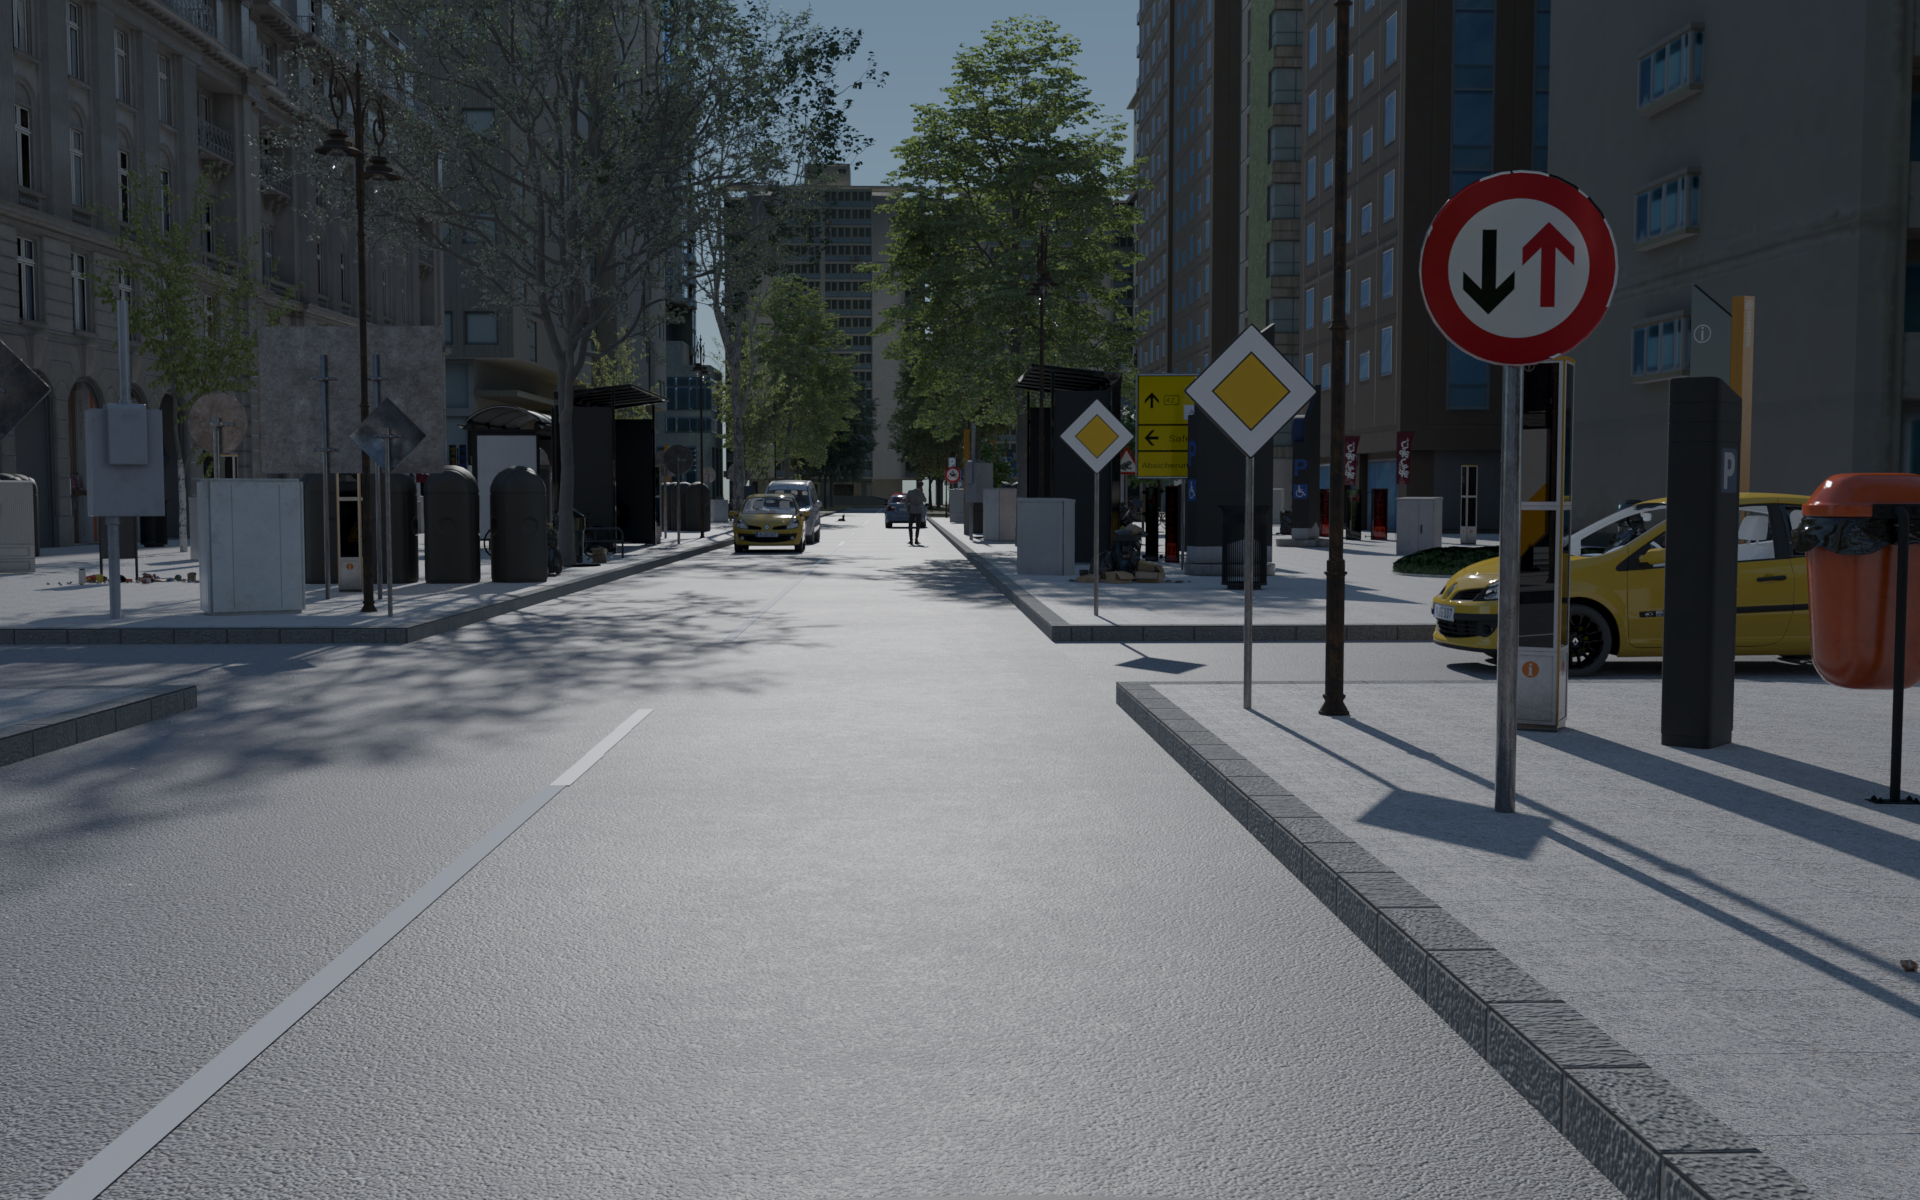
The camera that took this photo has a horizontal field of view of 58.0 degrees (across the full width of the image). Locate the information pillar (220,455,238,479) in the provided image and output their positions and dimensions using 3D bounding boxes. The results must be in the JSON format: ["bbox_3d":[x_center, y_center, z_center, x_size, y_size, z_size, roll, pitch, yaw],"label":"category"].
[{"bbox_3d":[-13.645,-1.702,32.317,0.304,2.012,0.304,-1,4,-12],"label":"information pillar"}]

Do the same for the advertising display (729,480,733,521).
[{"bbox_3d":[-10.857,-4.699,82.047,0.123,1.923,0.974,-1,4,-9],"label":"advertising display"}]

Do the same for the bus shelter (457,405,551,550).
[{"bbox_3d":[-10.512,-2.954,42.217,2.014,3.302,5.546,0,4,-2],"label":"bus shelter"}]

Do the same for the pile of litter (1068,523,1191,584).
[{"bbox_3d":[2.477,-0.687,25.196,1.719,0.858,1.176,1,4,21],"label":"pile of litter"}]

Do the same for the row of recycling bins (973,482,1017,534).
[{"bbox_3d":[1.694,-3.078,57.441,1.069,1.692,3.534,3,5,41],"label":"row of recycling bins"}]

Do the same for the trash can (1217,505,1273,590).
[{"bbox_3d":[3.831,-0.713,23.315,0.748,1.137,0.748,0,3,0],"label":"trash can"}]

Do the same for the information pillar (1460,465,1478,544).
[{"bbox_3d":[12.978,-2.426,44.162,0.304,2.012,0.304,-1,4,-13],"label":"information pillar"}]

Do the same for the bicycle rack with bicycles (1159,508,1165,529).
[{"bbox_3d":[8.184,-3.080,63.733,2.925,0.926,2.852,2,4,23],"label":"bicycle rack with bicycles"}]

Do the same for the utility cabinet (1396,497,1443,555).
[{"bbox_3d":[9.615,-1.537,36.297,0.306,1.237,1.020,-2,4,-33],"label":"utility cabinet"}]

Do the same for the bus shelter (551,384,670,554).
[{"bbox_3d":[-7.971,-2.981,40.016,1.731,3.624,6.357,0,4,-2],"label":"bus shelter"}]

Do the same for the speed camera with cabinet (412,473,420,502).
[{"bbox_3d":[-17.311,-3.527,52.004,2.038,3.252,0.660,0,4,-8],"label":"speed camera with cabinet"}]

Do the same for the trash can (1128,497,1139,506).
[{"bbox_3d":[9.305,-4.994,93.306,0.748,1.137,0.748,0,3,0],"label":"trash can"}]

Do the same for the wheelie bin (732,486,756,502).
[{"bbox_3d":[-8.396,-3.621,67.118,0.693,1.594,0.980,-3,5,-41],"label":"wheelie bin"}]

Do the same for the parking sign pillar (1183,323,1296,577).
[{"bbox_3d":[4.288,-2.385,27.460,1.447,3.967,1.447,-1,4,-14],"label":"parking sign pillar"}]

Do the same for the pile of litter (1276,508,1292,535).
[{"bbox_3d":[10.569,-2.500,54.845,1.176,0.858,1.719,1,4,17],"label":"pile of litter"}]

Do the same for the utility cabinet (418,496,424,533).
[{"bbox_3d":[-17.926,-2.794,56.848,1.020,1.237,0.306,2,4,34],"label":"utility cabinet"}]

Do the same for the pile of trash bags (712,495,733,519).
[{"bbox_3d":[-11.991,-4.900,89.871,3.447,1.369,1.912,-3,4,-36],"label":"pile of trash bags"}]

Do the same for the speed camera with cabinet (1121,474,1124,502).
[{"bbox_3d":[3.896,-3.312,48.488,0.660,3.252,2.038,-1,4,-21],"label":"speed camera with cabinet"}]

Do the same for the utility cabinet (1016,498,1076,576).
[{"bbox_3d":[1.368,-1.005,27.599,0.306,1.237,1.020,-3,5,-45],"label":"utility cabinet"}]

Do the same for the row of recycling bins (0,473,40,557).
[{"bbox_3d":[-19.126,-1.653,34.136,1.069,1.692,3.534,0,4,-7],"label":"row of recycling bins"}]

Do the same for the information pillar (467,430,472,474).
[{"bbox_3d":[-14.107,-3.610,50.379,0.183,3.616,0.504,2,4,24],"label":"information pillar"}]

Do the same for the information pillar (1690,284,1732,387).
[{"bbox_3d":[8.321,-1.706,19.251,0.183,3.616,0.504,-3,4,-38],"label":"information pillar"}]

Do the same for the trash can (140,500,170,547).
[{"bbox_3d":[-19.500,-1.848,41.876,0.748,1.137,0.748,0,3,0],"label":"trash can"}]

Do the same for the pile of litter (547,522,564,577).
[{"bbox_3d":[-6.792,-0.806,27.142,1.176,0.858,1.719,1,4,11],"label":"pile of litter"}]

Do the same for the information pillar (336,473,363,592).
[{"bbox_3d":[-7.980,-1.112,22.679,0.304,2.012,0.304,-1,4,-11],"label":"information pillar"}]

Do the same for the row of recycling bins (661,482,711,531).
[{"bbox_3d":[-9.803,-3.289,60.888,1.069,1.692,3.534,-2,4,-33],"label":"row of recycling bins"}]

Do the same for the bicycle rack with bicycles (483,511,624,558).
[{"bbox_3d":[-8.151,-1.322,35.003,2.925,0.926,2.852,-2,4,-28],"label":"bicycle rack with bicycles"}]

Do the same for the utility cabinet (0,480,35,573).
[{"bbox_3d":[-15.462,-1.162,27.670,1.173,1.500,0.318,-2,4,-29],"label":"utility cabinet"}]

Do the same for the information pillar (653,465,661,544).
[{"bbox_3d":[-7.890,-2.444,44.452,0.304,2.012,0.304,1,4,22],"label":"information pillar"}]

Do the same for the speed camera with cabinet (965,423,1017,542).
[{"bbox_3d":[0.854,-3.264,47.703,0.660,3.252,2.038,-2,4,-27],"label":"speed camera with cabinet"}]

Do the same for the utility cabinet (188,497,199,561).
[{"bbox_3d":[-14.757,-1.380,33.721,0.306,1.237,1.020,-2,4,-33],"label":"utility cabinet"}]

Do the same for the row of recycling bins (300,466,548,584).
[{"bbox_3d":[-7.782,-1.102,25.130,3.534,1.692,1.069,0,4,-6],"label":"row of recycling bins"}]

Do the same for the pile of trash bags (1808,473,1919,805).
[{"bbox_3d":[5.310,0.150,7.301,3.447,1.369,1.912,0,4,4],"label":"pile of trash bags"}]

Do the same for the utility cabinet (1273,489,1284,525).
[{"bbox_3d":[12.711,-3.817,71.083,1.173,1.500,0.318,3,5,41],"label":"utility cabinet"}]

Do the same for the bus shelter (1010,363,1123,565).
[{"bbox_3d":[2.039,-2.630,34.284,1.731,3.624,6.357,0,4,-2],"label":"bus shelter"}]

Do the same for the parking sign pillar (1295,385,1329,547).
[{"bbox_3d":[8.448,-3.289,42.254,1.447,3.967,1.447,1,4,23],"label":"parking sign pillar"}]

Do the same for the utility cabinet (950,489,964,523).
[{"bbox_3d":[0.105,-4.158,76.657,1.173,1.500,0.318,3,4,36],"label":"utility cabinet"}]

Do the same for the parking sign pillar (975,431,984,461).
[{"bbox_3d":[0.981,-5.309,75.278,1.447,3.967,1.447,-1,4,-10],"label":"parking sign pillar"}]

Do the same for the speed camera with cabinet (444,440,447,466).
[{"bbox_3d":[-18.528,-4.195,62.926,0.660,3.252,2.038,-1,4,-13],"label":"speed camera with cabinet"}]

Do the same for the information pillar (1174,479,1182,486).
[{"bbox_3d":[10.301,-5.504,81.348,0.504,3.616,0.183,1,4,21],"label":"information pillar"}]

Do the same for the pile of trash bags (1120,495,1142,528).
[{"bbox_3d":[3.004,-2.144,44.811,1.912,1.369,3.447,-3,5,-40],"label":"pile of trash bags"}]

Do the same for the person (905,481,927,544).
[{"bbox_3d":[-1.277,-2.507,49.673,0.592,1.802,0.473,1,4,20],"label":"person"}]

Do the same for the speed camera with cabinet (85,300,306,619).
[{"bbox_3d":[-8.075,-1.466,18.308,2.038,3.252,0.660,-2,4,-33],"label":"speed camera with cabinet"}]
